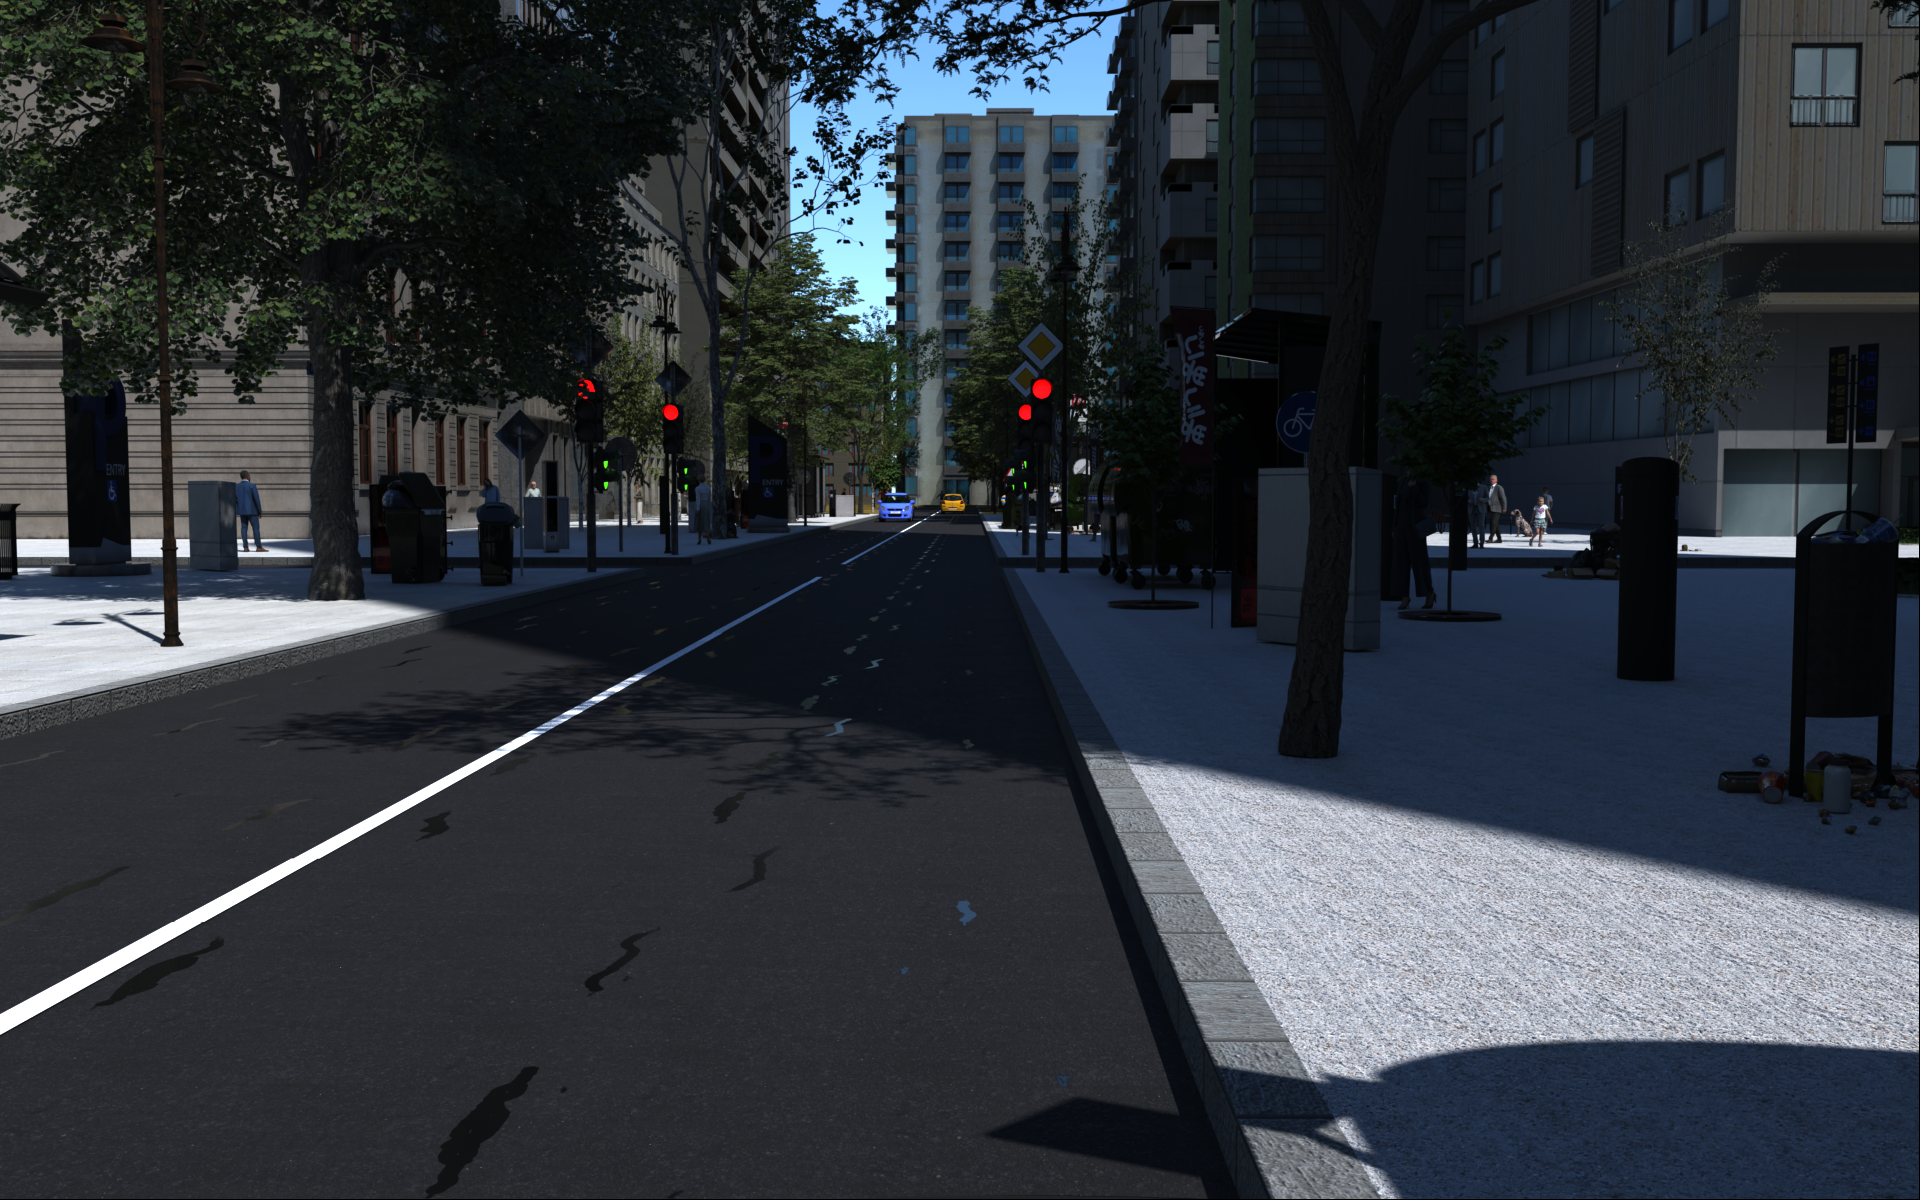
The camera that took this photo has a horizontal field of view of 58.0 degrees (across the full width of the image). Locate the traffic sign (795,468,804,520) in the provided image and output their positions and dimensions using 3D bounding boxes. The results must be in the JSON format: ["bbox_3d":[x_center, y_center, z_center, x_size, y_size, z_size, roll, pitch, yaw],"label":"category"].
[{"bbox_3d":[-8.018,-5.237,85.625,0.884,2.594,0.081,1,4,9],"label":"traffic sign"}]

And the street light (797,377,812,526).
[{"bbox_3d":[-6.139,-5.862,68.624,0.468,5.910,1.993,0,4,0],"label":"street light"}]

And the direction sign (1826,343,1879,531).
[{"bbox_3d":[13.598,-2.107,26.451,0.379,3.537,0.876,-1,4,-21],"label":"direction sign"}]

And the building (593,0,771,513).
[{"bbox_3d":[-27.560,-31.786,143.404,21.300,48.544,21.600,0,4,0],"label":"building"}]

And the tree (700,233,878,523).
[{"bbox_3d":[-7.343,-9.599,75.064,7.486,12.596,7.792,0,3,0],"label":"tree"}]

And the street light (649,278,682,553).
[{"bbox_3d":[-6.318,-3.945,37.296,0.468,5.910,1.993,0,4,0],"label":"street light"}]

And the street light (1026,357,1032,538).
[{"bbox_3d":[1.955,-4.738,50.250,0.468,5.910,1.993,0,4,0],"label":"street light"}]

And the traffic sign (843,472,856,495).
[{"bbox_3d":[-6.410,-6.147,100.615,0.768,2.556,0.104,0,4,8],"label":"traffic sign"}]

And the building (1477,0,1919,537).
[{"bbox_3d":[34.778,-28.844,60.836,27.495,52.752,28.713,0,4,0],"label":"building"}]

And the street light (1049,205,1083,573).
[{"bbox_3d":[1.697,-3.379,28.037,0.468,5.910,1.993,0,4,0],"label":"street light"}]

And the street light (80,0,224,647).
[{"bbox_3d":[-6.653,-2.548,14.445,0.468,5.910,1.993,0,4,0],"label":"street light"}]

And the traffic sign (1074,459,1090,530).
[{"bbox_3d":[4.430,-3.795,62.147,0.768,2.556,0.104,0,4,5],"label":"traffic sign"}]

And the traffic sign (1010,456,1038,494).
[{"bbox_3d":[3.810,-6.076,93.220,2.265,3.308,0.079,0,4,6],"label":"traffic sign"}]

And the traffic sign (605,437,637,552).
[{"bbox_3d":[-7.545,-2.347,38.473,0.768,2.556,0.104,1,4,9],"label":"traffic sign"}]

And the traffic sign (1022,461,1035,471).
[{"bbox_3d":[2.481,-3.955,64.763,0.768,2.556,0.104,0,4,5],"label":"traffic sign"}]

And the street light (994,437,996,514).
[{"bbox_3d":[2.231,-8.434,110.682,0.468,5.910,1.993,0,4,0],"label":"street light"}]

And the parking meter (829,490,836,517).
[{"bbox_3d":[-7.157,-5.435,97.278,0.372,1.533,0.369,0,3,0],"label":"parking meter"}]

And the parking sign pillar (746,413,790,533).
[{"bbox_3d":[-6.381,-4.225,57.547,1.447,3.967,1.447,0,4,-5],"label":"parking sign pillar"}]

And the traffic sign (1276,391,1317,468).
[{"bbox_3d":[4.311,-1.311,21.542,0.768,2.556,0.104,1,4,10],"label":"traffic sign"}]

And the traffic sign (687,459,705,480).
[{"bbox_3d":[-9.737,-3.885,63.618,0.768,2.556,0.104,0,4,5],"label":"traffic sign"}]

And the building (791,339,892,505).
[{"bbox_3d":[-23.773,-22.995,221.006,28.899,21.520,27.650,0,4,0],"label":"building"}]

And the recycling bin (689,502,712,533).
[{"bbox_3d":[-8.607,-2.759,57.667,0.722,1.027,0.722,0,4,4],"label":"recycling bin"}]

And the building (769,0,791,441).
[{"bbox_3d":[-27.333,-44.456,165.099,20.611,71.187,20.563,0,4,0],"label":"building"}]

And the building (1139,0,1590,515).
[{"bbox_3d":[28.147,-33.159,131.392,28.713,52.752,27.495,0,4,0],"label":"building"}]

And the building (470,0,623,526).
[{"bbox_3d":[-23.453,-15.944,78.710,12.078,24.808,19.932,0,4,0],"label":"building"}]

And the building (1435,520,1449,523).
[{"bbox_3d":[19.827,-24.350,81.710,14.154,41.232,14.086,0,4,0],"label":"building"}]

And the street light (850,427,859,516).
[{"bbox_3d":[-6.050,-7.734,99.240,0.468,5.910,1.993,0,4,0],"label":"street light"}]

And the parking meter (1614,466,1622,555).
[{"bbox_3d":[13.949,-1.872,36.316,0.255,1.863,0.399,-2,4,-23],"label":"parking meter"}]

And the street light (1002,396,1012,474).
[{"bbox_3d":[2.184,-6.583,80.420,0.468,5.910,1.993,0,4,0],"label":"street light"}]

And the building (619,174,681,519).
[{"bbox_3d":[-22.356,-14.838,97.347,10.420,20.320,16.860,0,4,0],"label":"building"}]

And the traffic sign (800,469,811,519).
[{"bbox_3d":[-8.076,-5.446,89.147,0.768,2.556,0.104,0,4,4],"label":"traffic sign"}]

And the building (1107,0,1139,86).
[{"bbox_3d":[25.239,-33.079,160.446,23.786,49.044,30.456,0,4,0],"label":"building"}]

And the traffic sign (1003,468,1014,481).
[{"bbox_3d":[2.204,-4.390,71.786,0.884,2.594,0.081,0,4,2],"label":"traffic sign"}]

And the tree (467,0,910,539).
[{"bbox_3d":[-7.660,-11.715,47.426,12.611,20.169,13.585,0,3,0],"label":"tree"}]

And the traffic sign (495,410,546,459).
[{"bbox_3d":[-6.865,-1.669,27.019,0.795,2.593,0.064,0,4,1],"label":"traffic sign"}]

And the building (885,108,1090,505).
[{"bbox_3d":[6.130,-36.582,217.723,30.456,49.044,23.786,0,4,0],"label":"building"}]

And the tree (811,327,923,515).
[{"bbox_3d":[-6.206,-11.177,108.491,9.928,11.665,9.643,0,3,0],"label":"tree"}]

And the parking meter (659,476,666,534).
[{"bbox_3d":[-9.490,-3.047,55.527,0.255,1.863,0.399,0,4,-5],"label":"parking meter"}]

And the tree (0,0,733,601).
[{"bbox_3d":[-7.538,-6.984,20.838,9.857,13.997,8.962,0,3,0],"label":"tree"}]

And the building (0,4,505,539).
[{"bbox_3d":[-23.375,-13.585,58.273,11.583,22.565,21.152,0,4,0],"label":"building"}]

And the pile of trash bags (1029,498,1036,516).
[{"bbox_3d":[4.857,-5.610,101.475,1.912,1.369,3.447,0,4,-8],"label":"pile of trash bags"}]

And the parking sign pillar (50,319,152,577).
[{"bbox_3d":[-13.653,-2.383,27.426,1.447,3.967,1.447,0,4,-3],"label":"parking sign pillar"}]
